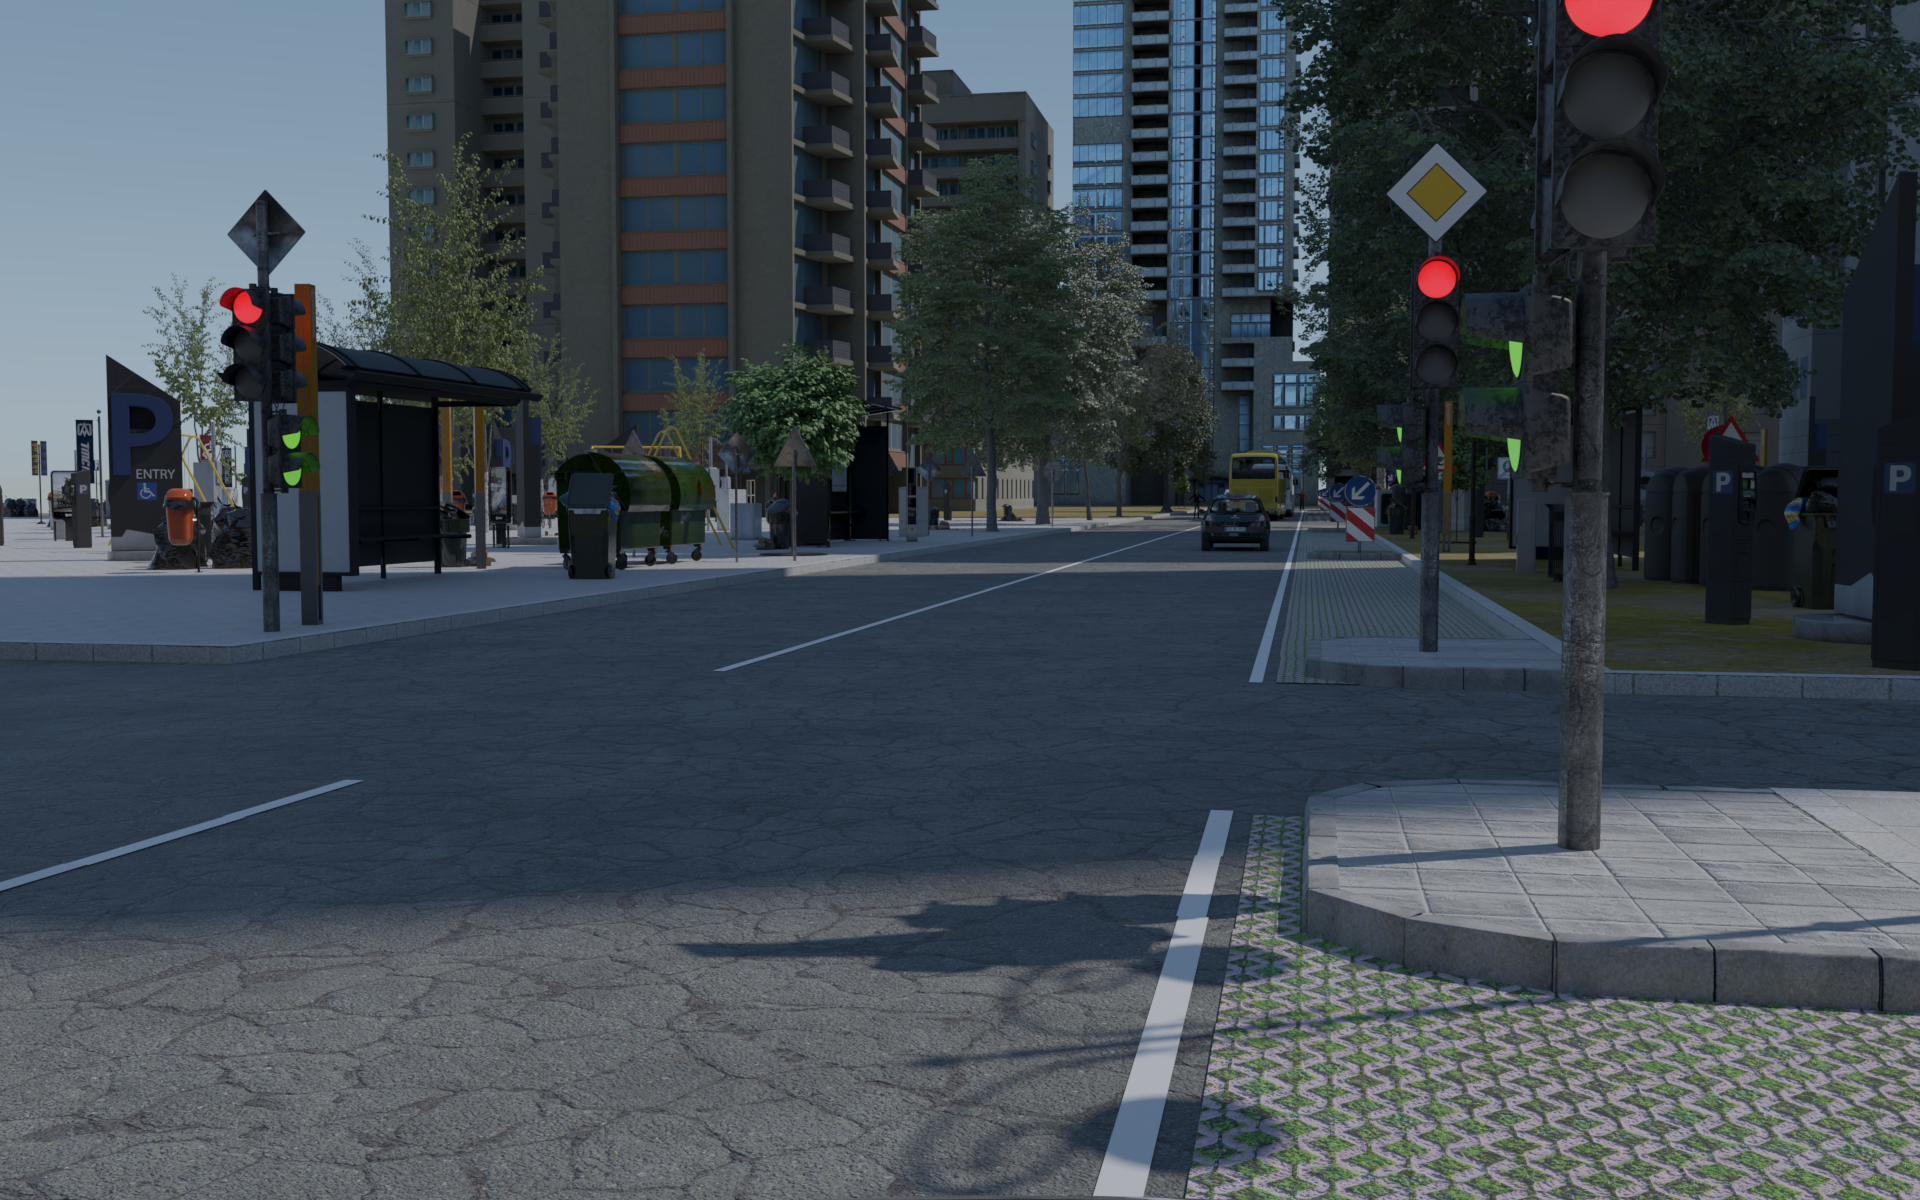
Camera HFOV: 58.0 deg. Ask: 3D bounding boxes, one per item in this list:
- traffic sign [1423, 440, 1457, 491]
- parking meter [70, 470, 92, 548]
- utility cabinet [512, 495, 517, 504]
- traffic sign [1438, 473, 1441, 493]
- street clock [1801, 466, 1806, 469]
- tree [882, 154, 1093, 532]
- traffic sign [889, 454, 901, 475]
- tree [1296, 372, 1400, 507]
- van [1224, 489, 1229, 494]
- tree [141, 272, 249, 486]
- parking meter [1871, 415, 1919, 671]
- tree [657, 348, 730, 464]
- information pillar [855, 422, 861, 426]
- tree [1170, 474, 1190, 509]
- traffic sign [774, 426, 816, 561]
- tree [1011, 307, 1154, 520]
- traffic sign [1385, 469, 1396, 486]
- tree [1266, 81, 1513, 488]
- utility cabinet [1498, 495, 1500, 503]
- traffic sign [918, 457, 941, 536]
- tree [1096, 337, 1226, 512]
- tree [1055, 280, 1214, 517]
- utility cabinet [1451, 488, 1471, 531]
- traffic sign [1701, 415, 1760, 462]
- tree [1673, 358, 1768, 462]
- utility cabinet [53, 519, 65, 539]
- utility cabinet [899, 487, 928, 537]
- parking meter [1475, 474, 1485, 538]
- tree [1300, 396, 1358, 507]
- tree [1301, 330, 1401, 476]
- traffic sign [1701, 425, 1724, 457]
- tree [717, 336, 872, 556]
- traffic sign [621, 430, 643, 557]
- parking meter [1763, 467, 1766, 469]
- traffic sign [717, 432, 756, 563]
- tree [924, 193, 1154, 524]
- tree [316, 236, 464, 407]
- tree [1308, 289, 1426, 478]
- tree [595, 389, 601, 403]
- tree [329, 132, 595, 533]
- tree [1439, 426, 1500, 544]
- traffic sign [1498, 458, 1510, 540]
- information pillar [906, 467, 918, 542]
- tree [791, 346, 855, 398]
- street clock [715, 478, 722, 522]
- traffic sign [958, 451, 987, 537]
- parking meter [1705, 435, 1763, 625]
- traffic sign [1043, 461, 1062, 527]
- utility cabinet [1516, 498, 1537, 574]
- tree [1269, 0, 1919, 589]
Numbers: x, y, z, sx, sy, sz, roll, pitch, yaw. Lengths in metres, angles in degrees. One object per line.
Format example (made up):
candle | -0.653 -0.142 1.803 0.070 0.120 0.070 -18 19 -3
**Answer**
traffic sign | 11.419 -2.535 41.456 0.884 2.594 0.081 1 4 19
parking meter | -20.880 -2.167 41.134 0.255 1.863 0.399 3 5 40
utility cabinet | -23.970 -4.980 92.583 0.306 1.237 1.020 -2 4 -30
traffic sign | 13.719 -2.912 49.741 0.606 2.300 0.079 1 4 19
street clock | 21.975 -2.478 45.078 0.358 2.002 0.471 2 4 32
tree | 0.843 -8.573 58.292 7.486 12.596 7.792 0 3 0
traffic sign | -2.097 -2.990 48.886 0.884 2.594 0.081 1 4 14
tree | 28.652 -12.596 122.952 9.611 12.733 9.660 0 3 0
van | 23.657 -8.774 150.463 2.013 2.044 4.112 1 4 10
tree | -25.284 -6.595 58.193 4.737 8.622 4.395 0 3 0
parking meter | 6.931 -0.428 12.707 0.255 1.863 0.399 -2 4 -34
tree | -13.605 -8.421 88.048 4.737 8.622 4.395 0 3 0
information pillar | -3.009 -3.547 49.353 0.504 3.616 0.183 -1 4 -14
tree | 18.867 -9.493 149.804 1.663 3.219 1.824 0 3 0
traffic sign | -3.171 -2.027 33.144 0.884 2.594 0.081 1 4 20
tree | 6.052 -9.183 84.553 7.601 10.594 8.767 2 4 31
traffic sign | 21.430 -5.297 86.710 0.768 2.556 0.104 1 4 18
tree | 19.843 -13.543 77.311 12.611 20.169 13.585 0 3 0
utility cabinet | 23.579 -4.051 77.402 1.020 1.237 0.306 0 4 7
traffic sign | -0.969 -3.192 53.377 0.795 2.450 0.064 1 4 13
tree | 14.975 -12.769 125.775 9.611 12.733 9.660 0 3 0
tree | 8.911 -11.405 96.848 12.009 13.543 11.850 0 3 0
utility cabinet | 17.094 -3.116 59.620 0.318 1.500 1.173 -1 4 -22
traffic sign | 12.720 -1.752 28.644 0.884 2.594 0.081 1 4 20
tree | 36.074 -8.054 82.052 4.737 8.622 4.395 0 3 0
utility cabinet | -25.556 -2.491 49.402 0.318 1.500 1.173 -1 4 -14
utility cabinet | -1.403 -2.641 51.864 0.318 1.500 1.173 2 4 31
parking meter | 15.261 -2.776 51.092 0.255 1.863 0.399 -1 4 -15
tree | 35.059 -14.861 153.348 12.009 13.543 11.850 0 3 0
tree | 24.206 -10.844 103.061 9.928 11.665 9.643 0 3 0
traffic sign | 14.099 -1.954 32.056 0.768 2.556 0.104 1 4 21
tree | -3.431 -3.216 36.294 4.285 4.588 4.351 0 3 0
traffic sign | -6.653 -2.156 35.253 0.884 2.594 0.081 1 4 21
parking meter | 15.733 -1.729 33.982 0.255 1.863 0.399 -3 5 -44
traffic sign | -4.180 -1.908 32.377 0.795 2.450 0.064 1 4 18
tree | 3.437 -10.216 73.681 9.857 13.997 8.962 0 3 0
tree | -16.067 -6.011 48.637 4.360 8.622 3.978 0 3 0
tree | 22.772 -10.732 93.603 7.486 12.596 7.792 0 3 0
tree | -18.623 -7.804 77.957 4.737 8.622 4.395 0 3 0
tree | -10.721 -5.242 36.067 4.737 8.622 4.395 0 3 0
tree | 12.906 -3.089 45.115 1.663 3.219 1.824 0 3 0
traffic sign | 15.407 -2.845 48.646 0.606 2.300 0.079 1 4 13
information pillar | -1.295 -2.583 46.719 0.304 2.012 0.304 0 4 -3
tree | -7.254 -8.240 85.091 4.737 8.622 4.395 0 3 0
street clock | -11.051 -4.550 78.959 0.358 2.002 0.471 -2 4 -33
traffic sign | 0.369 -3.191 52.180 0.884 2.594 0.081 1 4 17
parking meter | 7.595 -0.694 17.056 0.255 1.863 0.399 -2 4 -29
traffic sign | 3.588 -4.102 67.166 0.768 2.556 0.104 1 4 20
utility cabinet | 9.272 -1.053 28.384 0.306 1.237 1.020 1 4 17
tree | 8.674 -7.131 23.240 9.857 13.997 8.962 0 3 0
